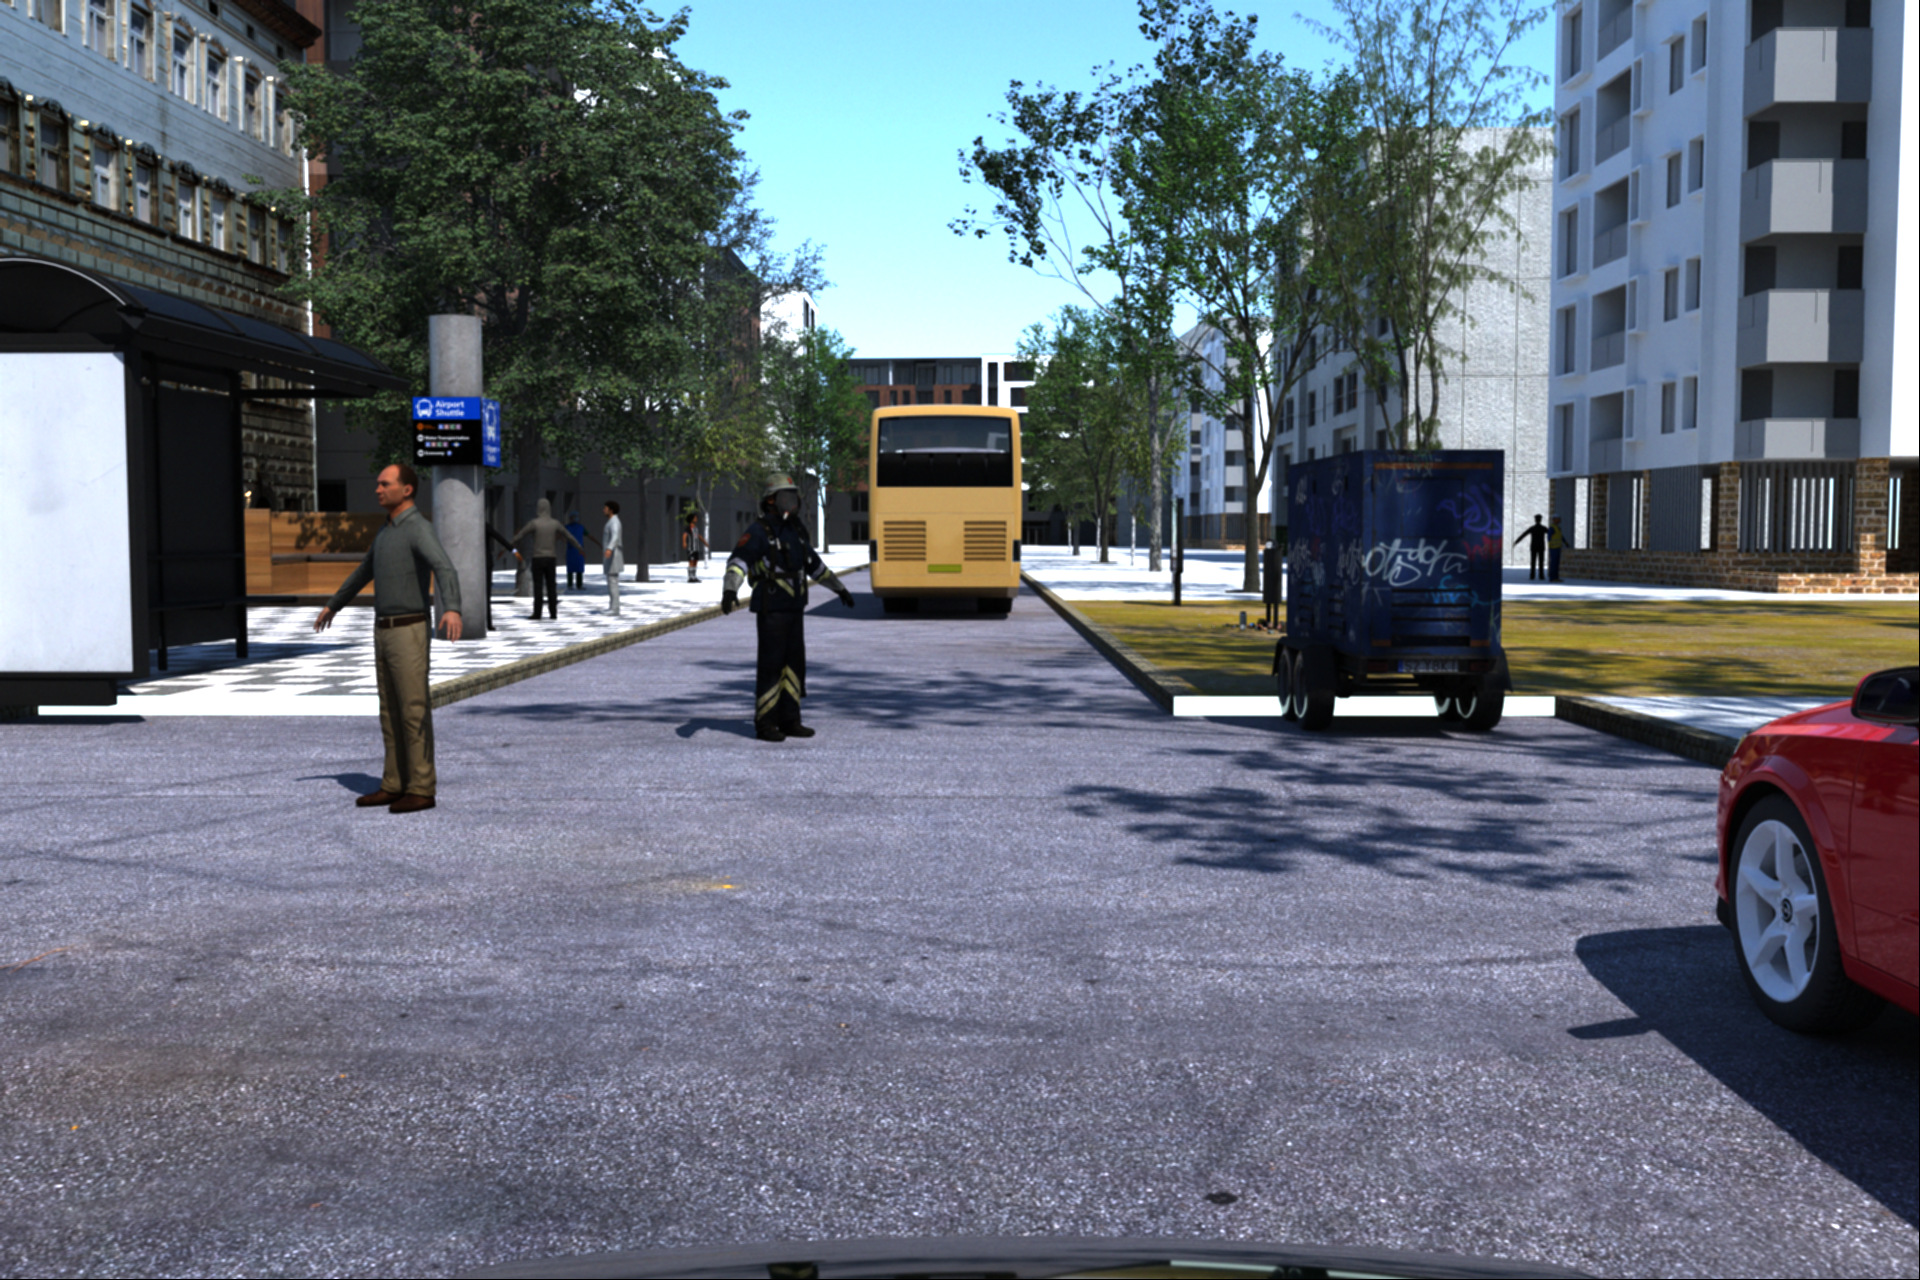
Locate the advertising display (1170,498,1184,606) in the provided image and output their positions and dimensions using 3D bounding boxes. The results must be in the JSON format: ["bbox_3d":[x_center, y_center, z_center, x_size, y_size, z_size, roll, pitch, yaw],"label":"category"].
[{"bbox_3d":[3.910,-1.592,31.249,0.123,1.923,0.974,0,4,0],"label":"advertising display"}]

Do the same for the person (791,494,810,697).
[{"bbox_3d":[-1.520,-0.403,15.278,0.704,1.802,1.346,-1,4,-18],"label":"person"}]

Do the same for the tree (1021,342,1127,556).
[{"bbox_3d":[6.508,-11.232,101.770,7.486,12.596,7.792,0,3,0],"label":"tree"}]

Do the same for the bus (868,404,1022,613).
[{"bbox_3d":[-0.205,-2.624,34.448,2.896,3.916,12.252,0,4,0],"label":"bus"}]

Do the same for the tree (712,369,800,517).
[{"bbox_3d":[-8.627,-7.713,76.476,4.360,8.622,3.978,0,3,0],"label":"tree"}]

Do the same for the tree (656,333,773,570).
[{"bbox_3d":[-9.022,-6.844,62.261,4.737,8.622,4.395,0,3,0],"label":"tree"}]

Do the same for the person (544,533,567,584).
[{"bbox_3d":[-10.495,-2.334,44.024,1.347,1.847,0.705,1,4,18],"label":"person"}]

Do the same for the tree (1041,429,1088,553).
[{"bbox_3d":[7.613,-10.168,116.606,4.360,8.622,3.978,0,3,0],"label":"tree"}]

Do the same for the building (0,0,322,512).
[{"bbox_3d":[-29.059,-12.999,43.463,19.493,23.208,18.063,0,4,1],"label":"building"}]

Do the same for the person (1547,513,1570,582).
[{"bbox_3d":[15.940,-2.465,46.275,0.705,1.833,1.349,3,5,39],"label":"person"}]

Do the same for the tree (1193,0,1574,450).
[{"bbox_3d":[5.220,-4.201,19.056,4.360,8.622,3.978,0,3,0],"label":"tree"}]

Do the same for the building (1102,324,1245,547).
[{"bbox_3d":[25.154,-21.564,183.506,19.493,23.208,18.063,0,4,0],"label":"building"}]

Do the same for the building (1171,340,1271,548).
[{"bbox_3d":[25.903,-19.125,169.118,16.016,20.090,11.380,0,4,0],"label":"building"}]

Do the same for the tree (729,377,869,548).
[{"bbox_3d":[-8.512,-9.981,97.600,8.767,10.594,7.601,-2,4,-30],"label":"tree"}]

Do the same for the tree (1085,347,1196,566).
[{"bbox_3d":[7.153,-7.253,68.944,4.737,8.622,4.395,0,3,0],"label":"tree"}]

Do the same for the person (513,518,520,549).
[{"bbox_3d":[-10.539,-2.162,42.146,1.217,1.733,0.721,3,5,45],"label":"person"}]

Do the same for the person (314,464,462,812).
[{"bbox_3d":[-2.940,-0.020,9.048,1.348,1.796,0.705,3,5,42],"label":"person"}]

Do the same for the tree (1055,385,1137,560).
[{"bbox_3d":[6.788,-8.219,84.735,4.360,8.622,3.978,0,3,0],"label":"tree"}]

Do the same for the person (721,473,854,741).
[{"bbox_3d":[-1.239,-0.236,12.101,0.705,1.856,1.354,2,4,35],"label":"person"}]

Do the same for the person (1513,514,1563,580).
[{"bbox_3d":[16.242,-2.615,48.688,1.347,1.837,0.705,1,4,22],"label":"person"}]

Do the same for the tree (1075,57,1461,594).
[{"bbox_3d":[6.536,-6.838,37.561,9.928,11.665,9.643,0,3,0],"label":"tree"}]

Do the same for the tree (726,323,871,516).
[{"bbox_3d":[-7.941,-9.731,84.861,9.928,11.665,9.643,0,3,0],"label":"tree"}]

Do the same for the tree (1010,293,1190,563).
[{"bbox_3d":[6.267,-9.196,76.113,9.928,11.665,9.643,0,3,0],"label":"tree"}]

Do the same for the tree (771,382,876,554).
[{"bbox_3d":[-8.575,-11.346,111.261,9.928,11.665,9.643,0,3,0],"label":"tree"}]

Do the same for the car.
[{"bbox_3d":[3.235,0.326,3.713,2.155,1.783,4.494,0,4,1],"label":"car"}]

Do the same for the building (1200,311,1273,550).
[{"bbox_3d":[25.809,-17.816,147.704,16.016,20.090,11.380,0,4,1],"label":"building"}]

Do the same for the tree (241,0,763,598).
[{"bbox_3d":[-8.855,-7.843,34.888,9.857,13.997,8.962,0,3,0],"label":"tree"}]

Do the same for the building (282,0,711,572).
[{"bbox_3d":[-26.328,-13.785,69.360,27.936,21.610,32.646,0,3,0],"label":"building"}]

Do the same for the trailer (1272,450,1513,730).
[{"bbox_3d":[3.198,-0.406,13.684,1.471,1.999,3.904,0,3,0],"label":"trailer"}]

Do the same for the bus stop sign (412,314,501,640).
[{"bbox_3d":[-6.125,-1.964,21.127,0.837,3.901,0.837,0,4,0],"label":"bus stop sign"}]

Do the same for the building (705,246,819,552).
[{"bbox_3d":[-26.763,-18.071,139.430,27.936,21.610,32.646,0,4,0],"label":"building"}]

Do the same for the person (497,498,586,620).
[{"bbox_3d":[-6.241,-1.212,25.948,1.348,1.813,0.705,-2,4,-30],"label":"person"}]

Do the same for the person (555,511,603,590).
[{"bbox_3d":[-8.848,-2.063,39.855,1.347,1.817,0.704,-3,5,-39],"label":"person"}]

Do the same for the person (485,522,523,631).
[{"bbox_3d":[-6.360,-1.000,23.073,1.216,1.740,0.721,1,4,22],"label":"person"}]

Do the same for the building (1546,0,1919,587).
[{"bbox_3d":[22.636,-11.813,49.561,16.016,20.090,11.380,0,4,1],"label":"building"}]

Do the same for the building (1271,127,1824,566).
[{"bbox_3d":[26.193,-13.304,83.980,16.747,18.905,31.486,0,4,1],"label":"building"}]

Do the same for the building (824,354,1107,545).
[{"bbox_3d":[1.377,-22.202,209.439,32.646,21.610,27.936,0,4,4],"label":"building"}]

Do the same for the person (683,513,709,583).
[{"bbox_3d":[-6.990,-2.406,45.483,0.704,1.843,1.345,1,4,19],"label":"person"}]

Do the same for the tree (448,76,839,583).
[{"bbox_3d":[-8.264,-8.264,45.491,12.009,13.543,11.850,0,3,0],"label":"tree"}]

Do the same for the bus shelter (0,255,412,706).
[{"bbox_3d":[-6.790,-1.312,15.368,2.014,3.302,5.546,0,4,2],"label":"bus shelter"}]

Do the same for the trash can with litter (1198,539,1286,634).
[{"bbox_3d":[4.136,-0.735,23.081,1.678,1.210,2.233,0,4,-1],"label":"trash can with litter"}]

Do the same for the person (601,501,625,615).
[{"bbox_3d":[-5.571,-1.310,27.603,0.705,1.806,1.347,-1,4,-14],"label":"person"}]

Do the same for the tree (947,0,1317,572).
[{"bbox_3d":[5.887,-12.323,57.376,12.611,20.169,13.585,0,3,0],"label":"tree"}]

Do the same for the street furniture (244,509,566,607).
[{"bbox_3d":[-13.351,-1.682,34.350,11.010,1.723,9.812,-1,4,-9],"label":"street furniture"}]
